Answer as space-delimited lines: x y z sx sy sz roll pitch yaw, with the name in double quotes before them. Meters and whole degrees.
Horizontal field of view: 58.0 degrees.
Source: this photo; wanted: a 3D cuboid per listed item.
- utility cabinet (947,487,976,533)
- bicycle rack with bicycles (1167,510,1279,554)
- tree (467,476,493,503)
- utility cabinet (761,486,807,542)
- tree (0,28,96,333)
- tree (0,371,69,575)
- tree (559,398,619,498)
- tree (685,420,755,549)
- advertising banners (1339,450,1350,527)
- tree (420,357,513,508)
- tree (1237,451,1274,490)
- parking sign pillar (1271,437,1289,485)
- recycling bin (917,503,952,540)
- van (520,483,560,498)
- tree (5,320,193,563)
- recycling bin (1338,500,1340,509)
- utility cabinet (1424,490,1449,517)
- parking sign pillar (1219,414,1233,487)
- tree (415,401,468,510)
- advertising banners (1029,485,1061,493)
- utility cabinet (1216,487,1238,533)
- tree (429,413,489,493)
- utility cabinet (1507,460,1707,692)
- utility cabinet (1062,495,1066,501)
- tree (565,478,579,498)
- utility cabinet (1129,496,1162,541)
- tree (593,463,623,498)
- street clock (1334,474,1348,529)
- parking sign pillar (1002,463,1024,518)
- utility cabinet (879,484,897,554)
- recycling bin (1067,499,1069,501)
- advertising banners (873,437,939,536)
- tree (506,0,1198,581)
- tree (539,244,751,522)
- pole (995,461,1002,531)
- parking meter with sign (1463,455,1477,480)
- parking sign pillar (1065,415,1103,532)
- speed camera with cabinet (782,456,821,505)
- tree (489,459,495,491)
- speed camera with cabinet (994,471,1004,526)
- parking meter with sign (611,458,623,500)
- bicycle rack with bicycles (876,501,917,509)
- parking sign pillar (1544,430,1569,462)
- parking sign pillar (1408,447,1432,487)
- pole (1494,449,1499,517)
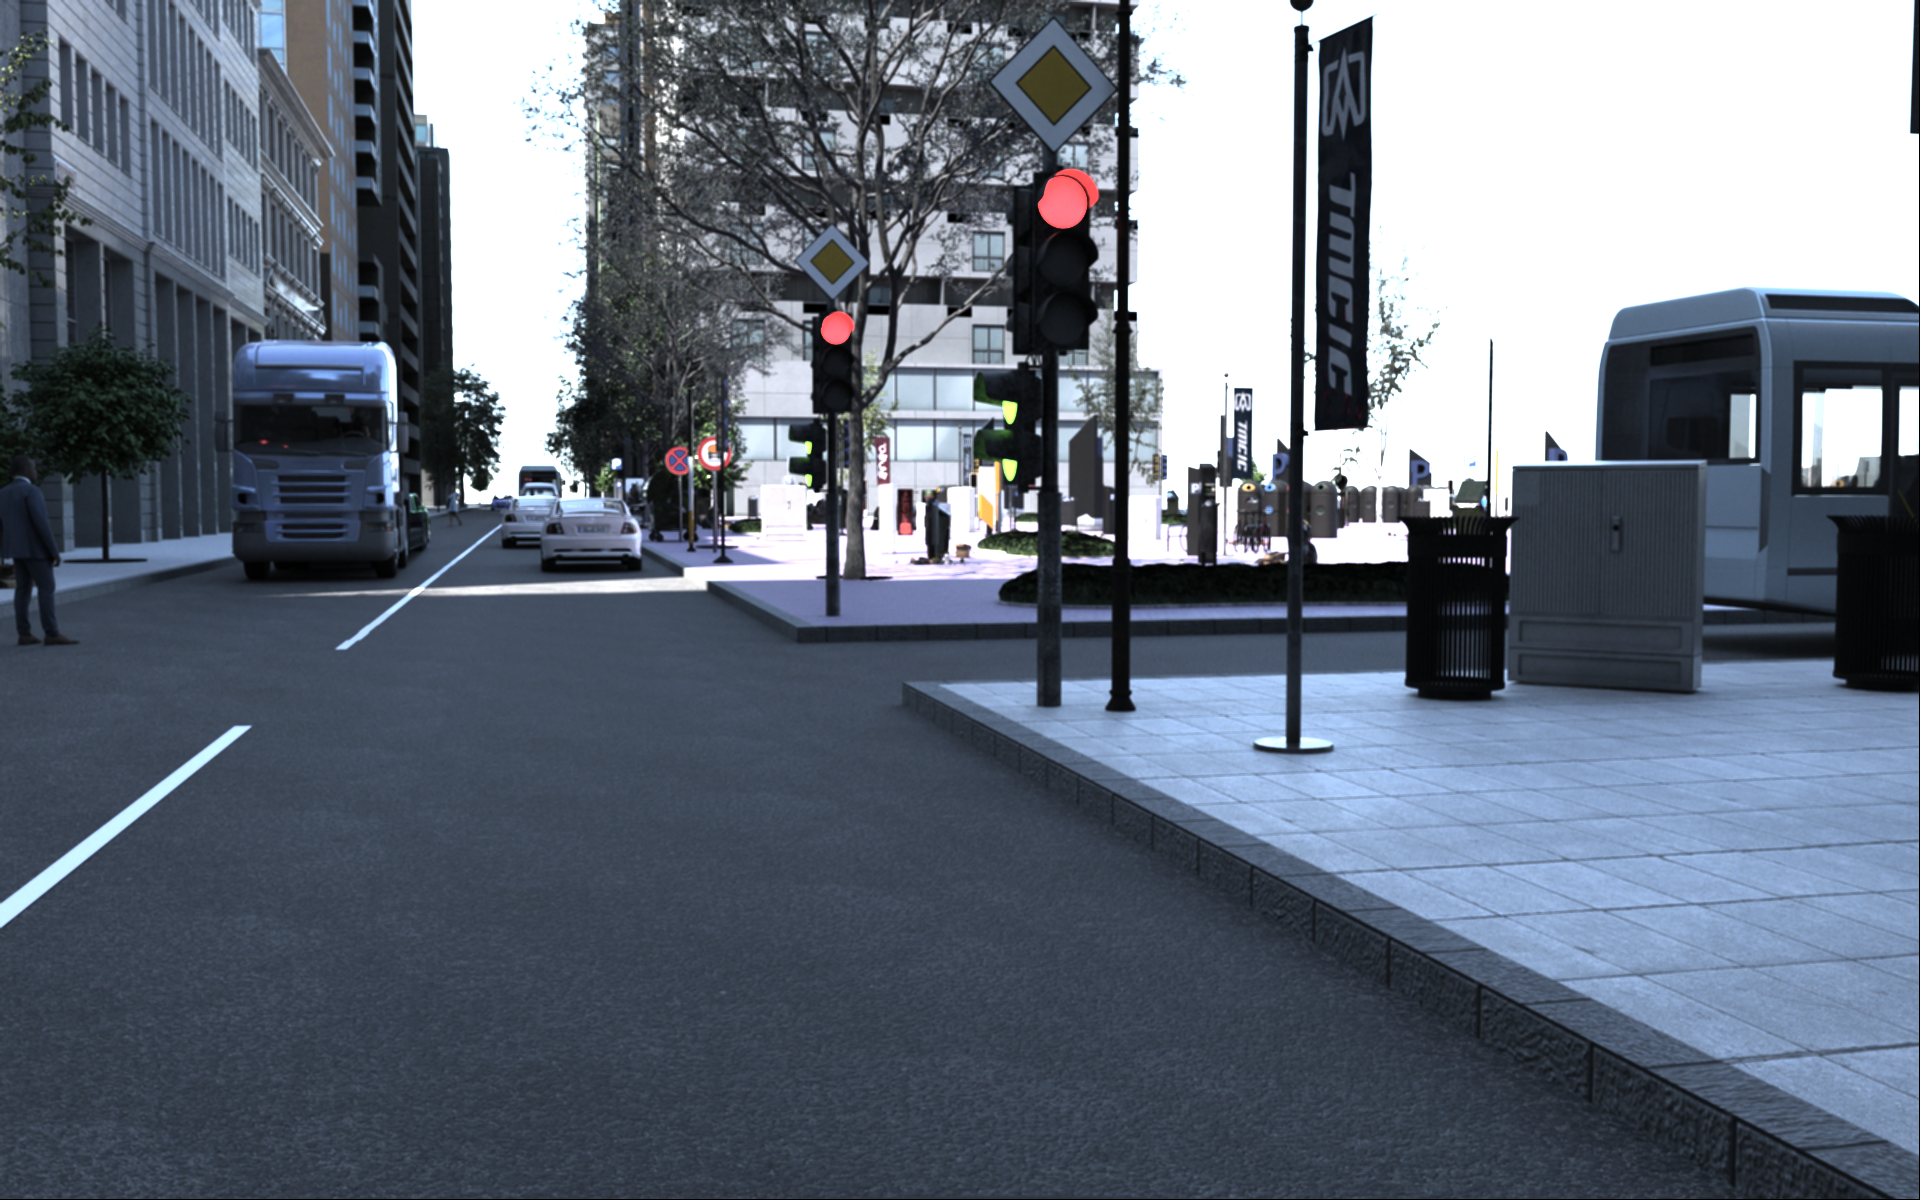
"utility cabinet" 0.039 -2.963 57.120 0.318 1.500 1.173 -3 4 -36
"bicycle rack with bicycles" 5.957 -1.538 38.534 2.852 0.926 2.925 2 4 29
"tree" -67.369 -15.879 243.328 4.285 4.588 4.351 0 3 0
"utility cabinet" -4.694 -2.298 46.248 1.173 1.500 0.318 -1 4 -13
"tree" -12.507 -4.253 19.897 4.737 8.622 4.395 0 3 0
"tree" -15.042 -1.989 27.116 1.663 3.219 1.824 0 3 0
"tree" -26.921 -10.739 125.938 4.360 8.622 3.978 0 3 0
"tree" -5.675 -2.855 41.280 1.663 3.219 1.824 0 3 0
"advertising banners" 15.162 -4.416 68.385 0.090 3.025 2.074 0 4 2
"tree" -46.332 -15.521 160.420 9.857 13.997 8.962 0 3 0
"tree" 13.200 -5.090 77.820 1.663 3.219 1.824 0 3 0
"parking sign pillar" 15.267 -5.710 81.823 1.447 3.967 1.447 -2 4 -26
"recycling bin" -0.723 -2.209 48.663 0.722 1.027 0.722 3 5 43
"van" -16.573 -3.754 68.388 2.013 2.044 4.112 -1 4 -13
"tree" -16.303 -2.998 32.729 4.285 4.588 4.351 0 3 0
"recycling bin" 17.016 -4.086 79.364 0.722 1.027 0.722 -2 4 -34
"utility cabinet" 23.271 -4.644 84.613 1.173 1.500 0.318 1 4 20
"parking sign pillar" 9.099 -4.324 59.163 1.447 3.967 1.447 1 4 12
"tree" -40.847 -11.438 137.378 4.360 8.622 3.978 0 3 0
"advertising banners" 3.470 -4.646 72.155 0.090 3.025 2.074 -3 5 -39
"utility cabinet" 8.598 -2.964 57.137 1.173 1.500 0.318 1 4 21
"tree" -44.011 -12.273 151.018 4.737 8.622 4.395 0 3 0
"utility cabinet" 4.265 -0.170 11.458 1.173 1.500 0.318 2 4 33
"utility cabinet" 4.720 -4.417 83.373 0.306 1.237 1.020 2 4 35
"tree" -43.149 -12.188 193.872 1.663 3.219 1.824 0 3 0
"utility cabinet" 5.122 -2.259 48.093 0.306 1.237 1.020 -3 5 -43
"tree" -19.407 -6.207 96.091 1.663 3.219 1.824 0 3 0
"street clock" 14.058 -3.628 63.894 0.471 2.002 0.358 3 5 44
"parking sign pillar" 2.869 -6.464 94.161 1.447 3.967 1.447 -3 5 -42
"utility cabinet" -1.561 -1.747 37.248 0.318 1.500 1.173 0 4 2
"recycling bin" 5.390 -4.508 86.261 0.722 1.027 0.722 -3 4 -39
"advertising banners" -1.660 -3.502 53.440 2.074 3.025 0.090 -1 4 -13
"tree" -1.475 -7.062 25.830 12.009 13.543 11.850 0 3 0
"tree" -14.237 -9.872 78.422 9.611 12.733 9.660 0 3 0
"pole" 1.276 -3.906 57.710 0.158 3.312 0.155 0 3 0
"parking meter with sign" 22.760 -4.955 77.268 0.543 3.016 1.738 1 4 18
"parking sign pillar" 4.319 -4.339 59.412 1.447 3.967 1.447 -3 4 -38
"speed camera with cabinet" -8.294 -5.905 90.887 2.038 3.252 0.660 0 4 -4
"tree" -59.056 -16.056 212.878 4.737 8.622 4.395 0 3 0
"speed camera with cabinet" 1.364 -4.587 69.330 0.660 3.252 2.038 0 4 7
"parking meter with sign" -16.721 -5.437 85.148 0.543 3.016 1.738 0 4 -1
"bicycle rack with bicycles" -3.301 -4.765 91.290 2.925 0.926 2.852 -3 5 -43
"parking sign pillar" 25.322 -5.202 73.519 1.447 3.967 1.447 -3 4 -38
"parking sign pillar" 26.564 -6.820 99.973 1.447 3.967 1.447 0 4 -8
"pole" 24.533 -5.218 79.161 0.158 3.312 0.155 0 3 0
